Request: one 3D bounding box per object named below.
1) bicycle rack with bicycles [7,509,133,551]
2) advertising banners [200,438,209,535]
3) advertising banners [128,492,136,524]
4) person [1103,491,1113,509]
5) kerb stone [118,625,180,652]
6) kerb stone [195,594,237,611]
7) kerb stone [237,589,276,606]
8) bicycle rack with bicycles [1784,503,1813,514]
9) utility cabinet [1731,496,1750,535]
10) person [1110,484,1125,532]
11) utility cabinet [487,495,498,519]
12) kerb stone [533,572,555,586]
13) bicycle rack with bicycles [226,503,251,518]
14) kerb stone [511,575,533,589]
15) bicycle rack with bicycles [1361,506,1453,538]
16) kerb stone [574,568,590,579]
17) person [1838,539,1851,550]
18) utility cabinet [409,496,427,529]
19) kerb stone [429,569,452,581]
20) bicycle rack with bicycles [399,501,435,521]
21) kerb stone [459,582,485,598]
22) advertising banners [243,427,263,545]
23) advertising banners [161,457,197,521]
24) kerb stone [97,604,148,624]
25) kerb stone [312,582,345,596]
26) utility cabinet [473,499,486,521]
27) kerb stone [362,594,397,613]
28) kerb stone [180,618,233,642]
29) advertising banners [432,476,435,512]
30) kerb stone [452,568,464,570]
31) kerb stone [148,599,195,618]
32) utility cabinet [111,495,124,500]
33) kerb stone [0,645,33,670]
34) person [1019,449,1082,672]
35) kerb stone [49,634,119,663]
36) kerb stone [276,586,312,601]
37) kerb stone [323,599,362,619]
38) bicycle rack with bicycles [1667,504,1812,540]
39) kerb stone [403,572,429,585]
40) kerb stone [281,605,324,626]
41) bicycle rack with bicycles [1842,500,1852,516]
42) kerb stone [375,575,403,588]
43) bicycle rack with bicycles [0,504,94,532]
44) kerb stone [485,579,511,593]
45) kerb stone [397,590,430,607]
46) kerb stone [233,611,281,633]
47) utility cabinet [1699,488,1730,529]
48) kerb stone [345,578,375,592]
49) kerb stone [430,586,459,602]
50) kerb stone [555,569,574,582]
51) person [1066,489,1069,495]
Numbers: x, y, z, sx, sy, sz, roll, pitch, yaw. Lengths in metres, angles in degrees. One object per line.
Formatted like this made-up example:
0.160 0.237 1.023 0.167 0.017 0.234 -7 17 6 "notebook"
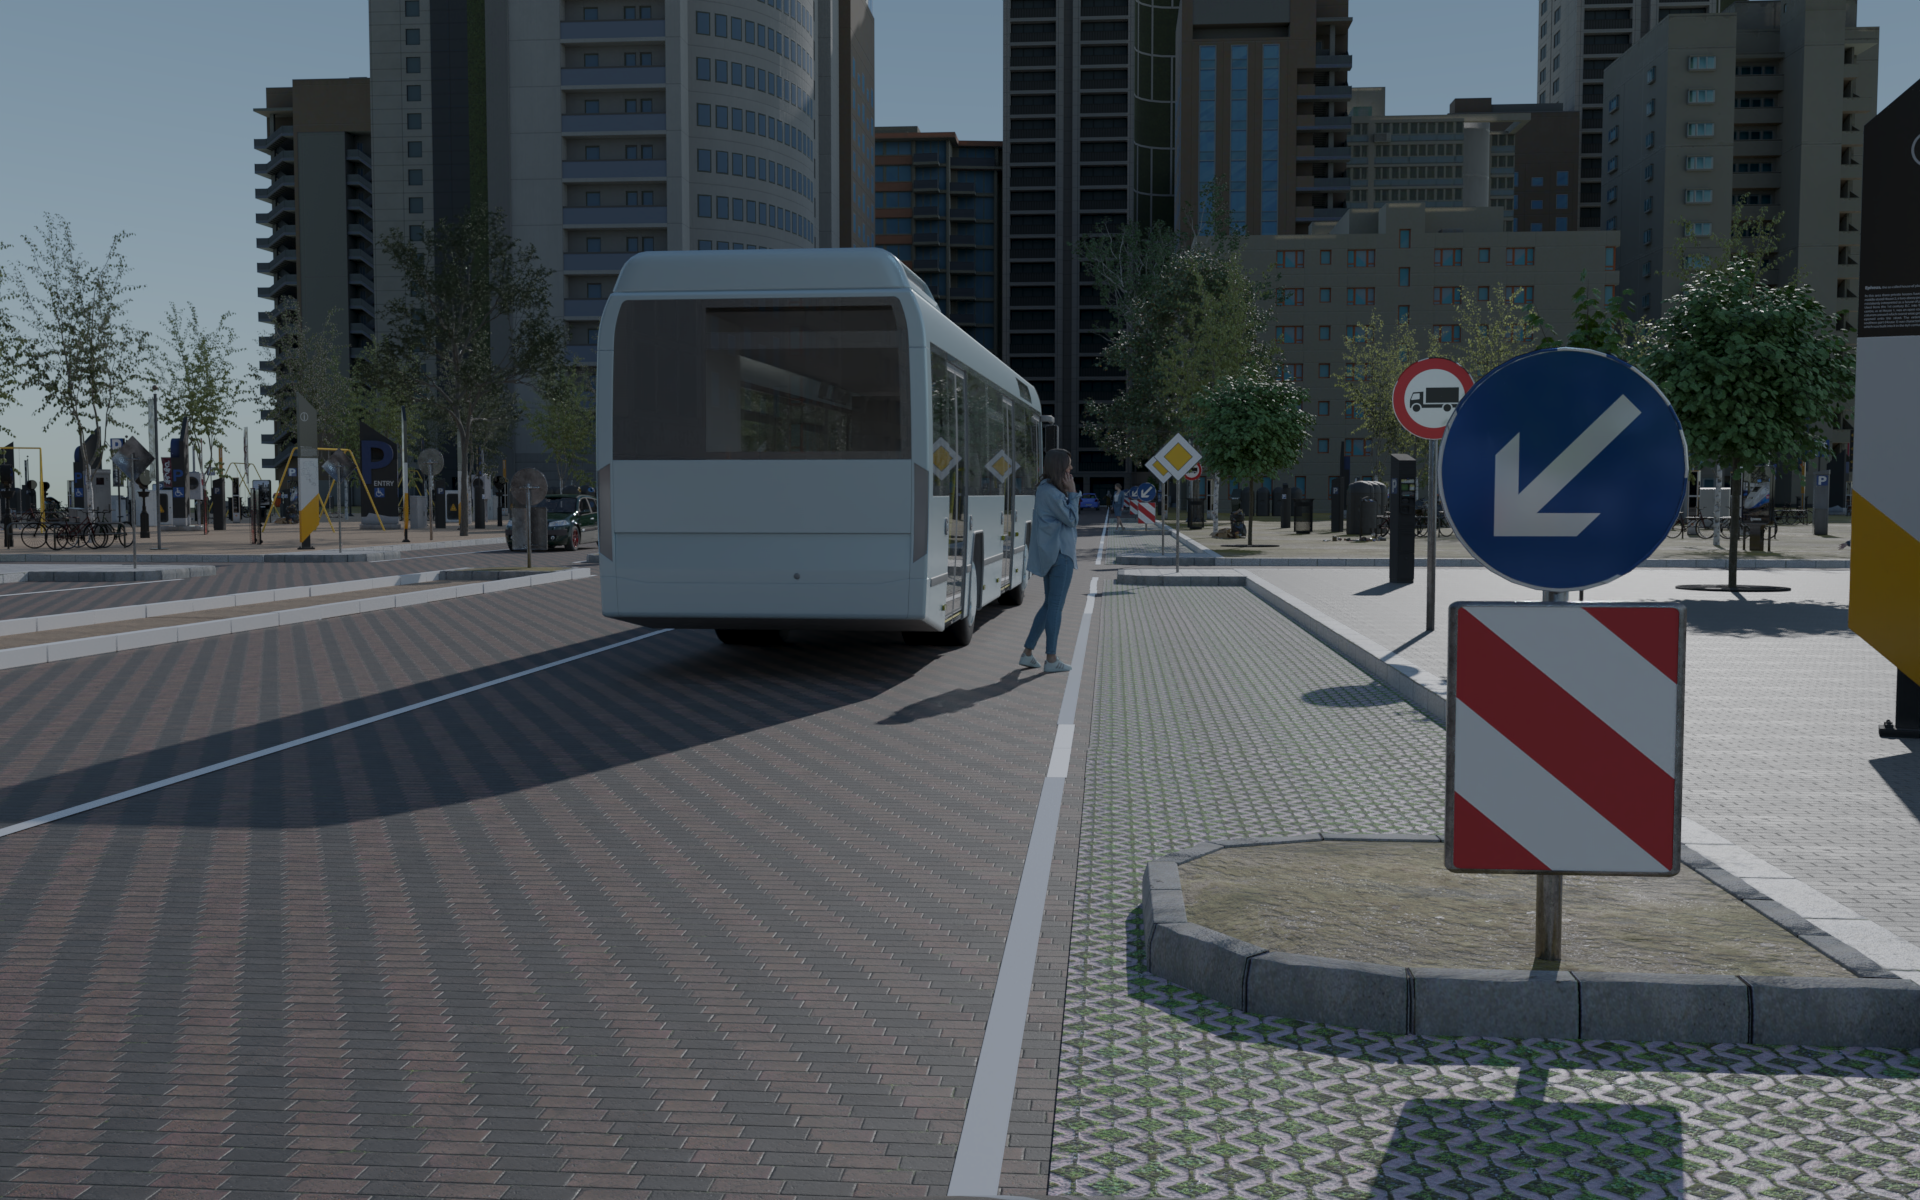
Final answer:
-20.807 -1.676 40.786 2.852 0.926 2.925 2 4 30 "bicycle rack with bicycles"
-23.822 -3.572 54.592 0.090 3.025 2.074 -1 4 -19 "advertising banners"
-34.818 -4.711 73.217 0.090 3.025 2.074 -1 4 -9 "advertising banners"
13.847 -9.349 162.080 1.217 1.736 0.721 -3 4 -37 "person"
-7.666 0.366 16.232 0.120 0.150 1.000 0 4 5 "kerb stone"
-9.319 0.048 21.519 0.120 0.150 1.000 0 4 5 "kerb stone"
-9.228 -0.020 22.536 0.120 0.150 1.000 0 4 5 "kerb stone"
33.995 -3.586 72.015 2.925 0.926 2.852 1 4 22 "bicycle rack with bicycles"
24.561 -2.639 54.303 1.020 1.237 0.306 -3 4 -37 "utility cabinet"
5.929 -3.417 64.395 0.654 1.822 0.581 -2 4 -28 "person"
-23.830 -4.697 87.951 0.306 1.237 1.020 -3 5 -42 "utility cabinet"
-6.687 -0.322 27.456 0.120 0.150 1.000 0 4 5 "kerb stone"
-39.044 -4.956 94.419 2.925 0.926 2.852 -3 5 -41 "bicycle rack with bicycles"
-6.783 -0.256 26.434 0.120 0.150 1.000 0 4 5 "kerb stone"
13.370 -2.352 51.834 2.925 0.926 2.852 0 4 -4 "bicycle rack with bicycles"
-6.508 -0.447 29.503 0.120 0.150 1.000 0 4 5 "kerb stone"
16.922 -1.103 32.027 0.738 1.151 1.012 -3 4 -36 "person"
-20.191 -3.268 64.600 0.306 1.237 1.020 0 4 2 "utility cabinet"
-8.693 -0.396 28.670 0.120 0.150 1.000 0 4 5 "kerb stone"
-25.973 -4.289 83.505 2.925 0.926 2.852 -2 4 -24 "bicycle rack with bicycles"
-6.957 -0.133 24.388 0.120 0.150 1.000 0 4 5 "kerb stone"
-18.197 -2.958 44.550 0.090 3.025 2.074 -2 4 -32 "advertising banners"
-36.547 -5.219 81.513 2.074 3.025 0.090 0 4 1 "advertising banners"
-9.499 0.166 19.482 0.120 0.150 1.000 0 4 5 "kerb stone"
-9.037 -0.141 24.575 0.120 0.150 1.000 0 4 5 "kerb stone"
-22.614 -4.455 81.520 0.318 1.500 1.173 -2 4 -29 "utility cabinet"
-7.228 0.053 21.332 0.120 0.150 1.000 0 4 5 "kerb stone"
-7.576 0.308 17.251 0.120 0.150 1.000 0 4 5 "kerb stone"
-32.665 -6.872 108.549 2.074 3.025 0.090 3 5 41 "advertising banners"
-8.600 -0.458 29.688 0.120 0.150 1.000 0 4 5 "kerb stone"
-9.403 0.106 20.500 0.120 0.150 1.000 0 4 5 "kerb stone"
-51.093 -5.718 104.656 1.020 1.237 0.306 0 4 -1 "utility cabinet"
-7.845 0.490 14.187 0.120 0.150 1.000 0 4 5 "kerb stone"
0.725 -0.320 14.003 0.793 1.790 0.793 -3 5 -43 "person"
-7.755 0.428 15.205 0.120 0.150 1.000 0 4 5 "kerb stone"
-9.137 -0.083 23.554 0.120 0.150 1.000 0 4 5 "kerb stone"
-7.316 0.115 20.309 0.120 0.150 1.000 0 4 5 "kerb stone"
22.087 -2.215 49.593 2.852 0.926 2.925 -2 4 -32 "bicycle rack with bicycles"
-8.778 -0.331 27.648 0.120 0.150 1.000 0 4 5 "kerb stone"
-7.396 0.179 19.290 0.120 0.150 1.000 0 4 5 "kerb stone"
52.085 -5.279 99.698 2.852 0.926 2.925 3 5 42 "bicycle rack with bicycles"
-8.871 -0.268 26.624 0.120 0.150 1.000 0 4 5 "kerb stone"
-34.296 -3.148 64.852 2.925 0.926 2.852 -1 4 -21 "bicycle rack with bicycles"
-6.858 -0.192 25.406 0.120 0.150 1.000 0 4 5 "kerb stone"
-7.133 -0.010 22.352 0.120 0.150 1.000 0 4 5 "kerb stone"
-7.487 0.246 18.273 0.120 0.150 1.000 0 4 5 "kerb stone"
27.646 -3.356 63.556 1.173 1.500 0.318 3 5 42 "utility cabinet"
-8.955 -0.205 25.599 0.120 0.150 1.000 0 4 5 "kerb stone"
-7.048 -0.072 23.370 0.120 0.150 1.000 0 4 5 "kerb stone"
-6.605 -0.381 28.486 0.120 0.150 1.000 0 4 5 "kerb stone"
5.893 -5.259 94.587 0.391 1.810 0.635 -1 4 -18 "person"
